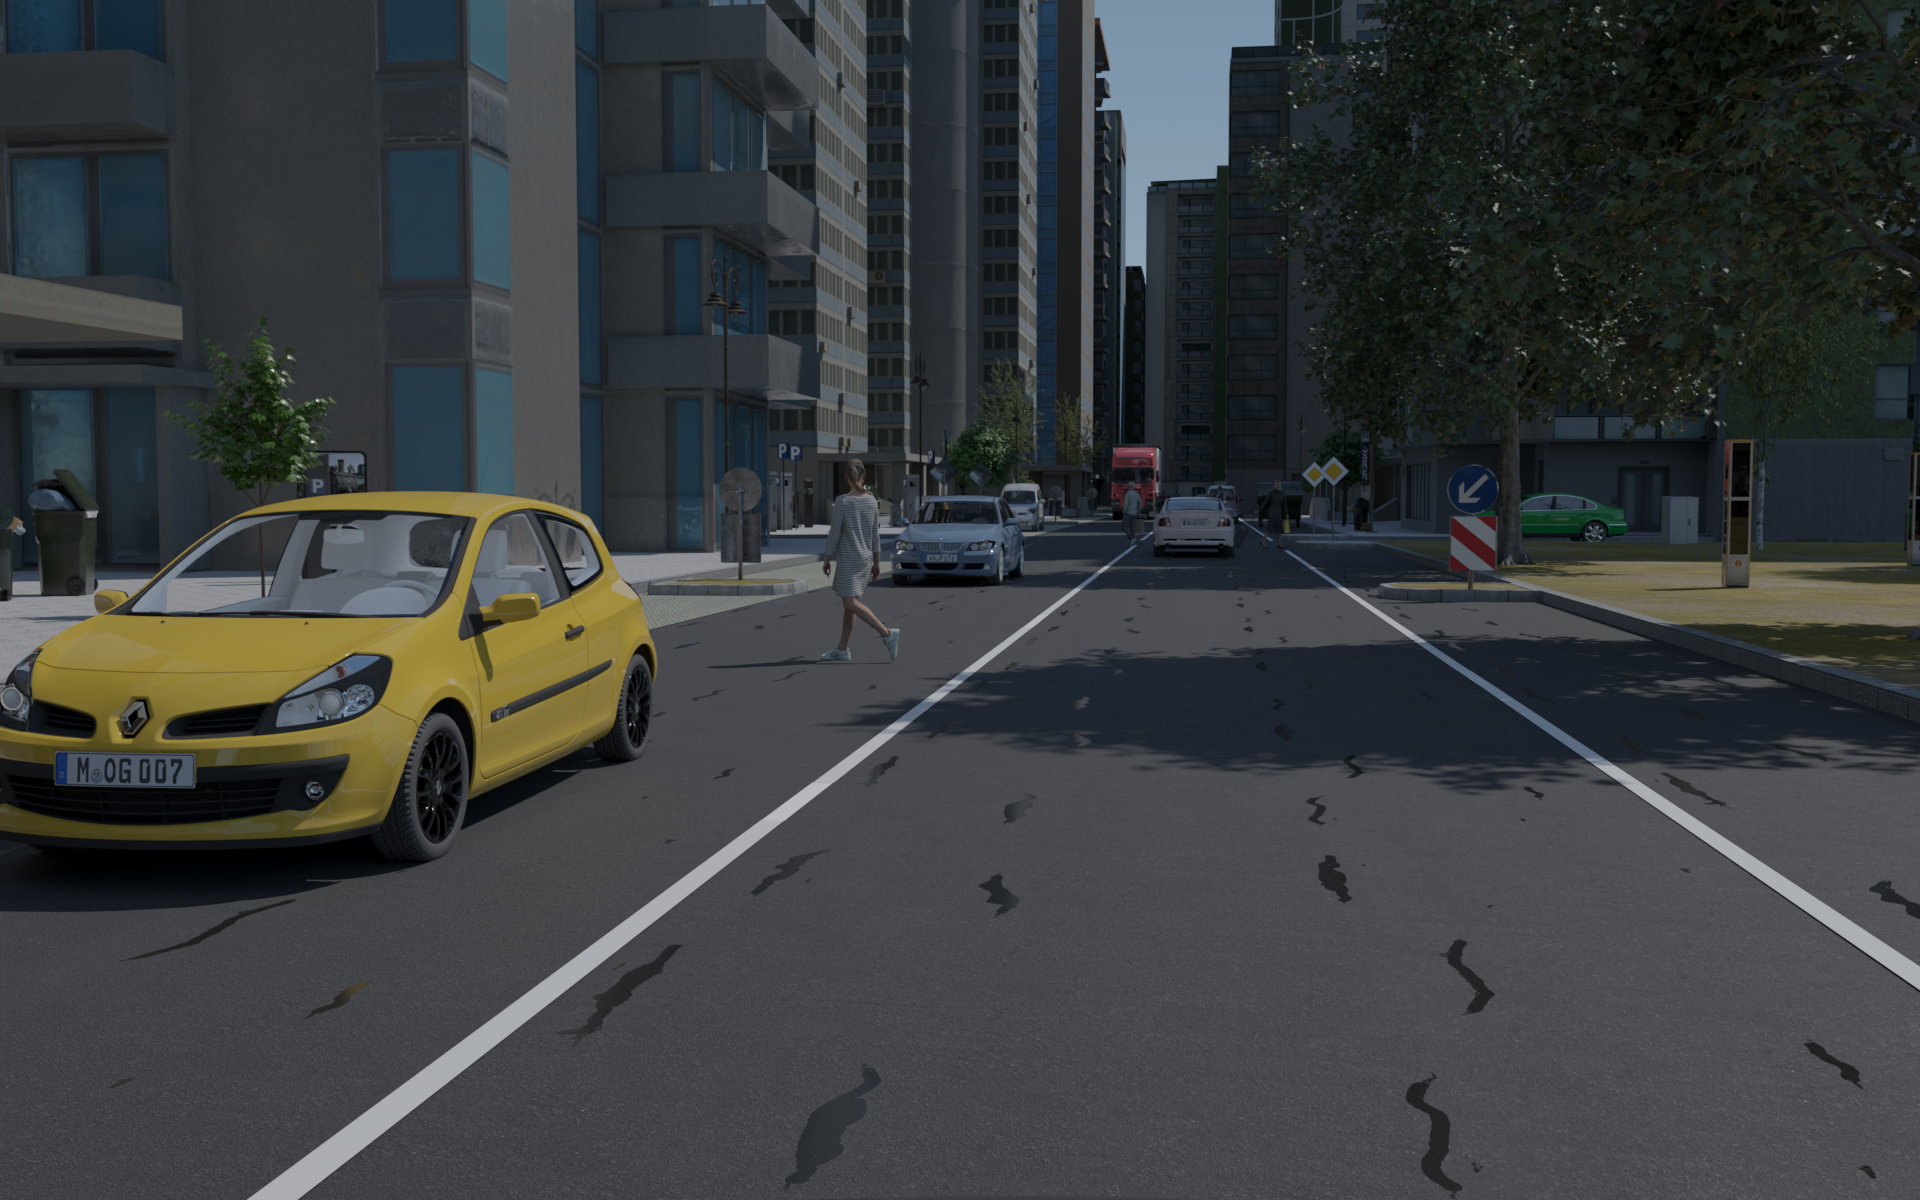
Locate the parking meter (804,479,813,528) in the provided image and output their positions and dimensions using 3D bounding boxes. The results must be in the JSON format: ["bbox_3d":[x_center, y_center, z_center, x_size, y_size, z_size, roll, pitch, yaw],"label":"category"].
[{"bbox_3d":[-5.772,-3.689,66.022,0.255,1.863,0.399,-2,4,-24],"label":"parking meter"}]

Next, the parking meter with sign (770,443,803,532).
[{"bbox_3d":[-6.358,-4.003,61.716,0.543,3.016,1.738,2,4,33],"label":"parking meter with sign"}]

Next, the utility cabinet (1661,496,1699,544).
[{"bbox_3d":[18.654,-2.062,44.871,1.020,1.237,0.306,-2,4,-25],"label":"utility cabinet"}]

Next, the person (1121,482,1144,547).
[{"bbox_3d":[4.762,-2.350,47.401,0.515,1.767,0.782,3,5,44],"label":"person"}]

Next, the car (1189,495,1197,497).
[{"bbox_3d":[19.691,-8.085,144.766,1.945,1.354,3.894,0,4,6],"label":"car"}]

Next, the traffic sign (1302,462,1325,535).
[{"bbox_3d":[11.059,-3.085,54.075,0.795,2.450,0.064,0,4,8],"label":"traffic sign"}]

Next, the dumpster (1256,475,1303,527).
[{"bbox_3d":[13.773,-4.267,74.720,1.985,2.255,1.502,0,4,8],"label":"dumpster"}]

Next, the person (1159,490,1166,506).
[{"bbox_3d":[17.265,-8.465,147.625,0.721,1.743,1.217,-1,4,-22],"label":"person"}]

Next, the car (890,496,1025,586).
[{"bbox_3d":[0.036,-1.025,28.755,2.014,1.417,4.499,1,4,9],"label":"car"}]

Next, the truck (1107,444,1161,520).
[{"bbox_3d":[10.095,-6.733,99.002,2.839,4.237,11.283,1,4,8],"label":"truck"}]

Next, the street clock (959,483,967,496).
[{"bbox_3d":[0.186,-4.941,85.353,0.358,2.002,0.471,-3,5,-40],"label":"street clock"}]

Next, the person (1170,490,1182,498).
[{"bbox_3d":[19.356,-8.949,154.906,1.350,1.814,0.705,0,4,-1],"label":"person"}]

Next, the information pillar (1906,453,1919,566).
[{"bbox_3d":[17.042,-1.606,30.749,0.304,2.012,0.304,1,4,14],"label":"information pillar"}]

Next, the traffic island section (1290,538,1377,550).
[{"bbox_3d":[9.975,-1.465,46.240,2.009,0.180,2.903,0,4,8],"label":"traffic island section"}]

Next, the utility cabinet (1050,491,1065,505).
[{"bbox_3d":[7.192,-7.259,127.356,1.173,1.500,0.318,2,4,28],"label":"utility cabinet"}]

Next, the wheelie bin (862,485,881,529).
[{"bbox_3d":[-3.352,-3.370,63.011,0.980,1.594,0.693,-3,5,-43],"label":"wheelie bin"}]

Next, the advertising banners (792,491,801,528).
[{"bbox_3d":[-6.912,-4.239,65.491,2.074,3.025,0.090,2,4,27],"label":"advertising banners"}]

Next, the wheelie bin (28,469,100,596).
[{"bbox_3d":[-11.349,-0.858,21.939,0.693,1.594,0.980,-1,4,-13],"label":"wheelie bin"}]

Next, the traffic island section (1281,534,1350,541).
[{"bbox_3d":[11.083,-1.949,54.149,2.009,0.180,2.903,0,4,8],"label":"traffic island section"}]

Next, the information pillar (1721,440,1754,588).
[{"bbox_3d":[10.638,-1.175,23.706,0.304,2.012,0.304,1,4,12],"label":"information pillar"}]

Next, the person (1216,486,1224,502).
[{"bbox_3d":[12.184,-4.422,80.830,0.654,1.822,0.581,1,4,9],"label":"person"}]

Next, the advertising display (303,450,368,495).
[{"bbox_3d":[-9.284,-1.251,25.671,0.974,1.923,0.123,-1,4,-16],"label":"advertising display"}]

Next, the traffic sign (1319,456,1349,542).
[{"bbox_3d":[9.951,-2.601,46.167,0.795,2.450,0.064,0,4,8],"label":"traffic sign"}]

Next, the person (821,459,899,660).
[{"bbox_3d":[-0.853,-0.342,14.835,0.760,1.731,0.466,1,4,18],"label":"person"}]

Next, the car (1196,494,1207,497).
[{"bbox_3d":[19.677,-7.968,139.071,1.959,1.807,4.718,1,4,10],"label":"car"}]

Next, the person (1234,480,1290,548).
[{"bbox_3d":[7.996,-2.275,45.906,1.509,1.804,0.699,2,4,29],"label":"person"}]

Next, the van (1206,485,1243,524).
[{"bbox_3d":[12.815,-4.751,84.682,2.013,2.044,4.112,1,4,9],"label":"van"}]

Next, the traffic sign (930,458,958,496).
[{"bbox_3d":[-0.439,-2.691,47.637,0.795,2.450,0.064,0,4,8],"label":"traffic sign"}]

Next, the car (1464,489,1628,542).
[{"bbox_3d":[16.499,-2.483,49.388,4.718,1.807,1.959,0,4,7],"label":"car"}]

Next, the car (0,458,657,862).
[{"bbox_3d":[-2.719,0.133,8.045,2.015,1.641,3.980,0,4,7],"label":"car"}]

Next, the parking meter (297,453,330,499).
[{"bbox_3d":[-9.268,-1.171,24.855,0.399,1.863,0.255,-3,5,-41],"label":"parking meter"}]

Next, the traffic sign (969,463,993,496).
[{"bbox_3d":[0.669,-3.175,55.546,0.795,2.450,0.064,0,4,8],"label":"traffic sign"}]

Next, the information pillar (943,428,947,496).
[{"bbox_3d":[-0.536,-4.288,61.461,0.183,3.616,0.504,-1,4,-10],"label":"information pillar"}]

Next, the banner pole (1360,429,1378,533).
[{"bbox_3d":[13.559,-4.132,57.582,0.401,3.779,0.863,-2,4,-29],"label":"banner pole"}]

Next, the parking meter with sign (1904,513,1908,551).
[{"bbox_3d":[22.020,-2.625,39.173,1.738,3.016,0.543,-3,4,-36],"label":"parking meter with sign"}]

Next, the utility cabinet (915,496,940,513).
[{"bbox_3d":[-1.199,-3.353,65.979,1.020,1.237,0.306,0,4,3],"label":"utility cabinet"}]

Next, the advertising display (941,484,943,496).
[{"bbox_3d":[-1.162,-5.652,97.624,0.974,1.923,0.123,3,5,43],"label":"advertising display"}]

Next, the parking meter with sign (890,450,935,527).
[{"bbox_3d":[-1.895,-4.414,68.430,1.738,3.016,0.543,-1,4,-23],"label":"parking meter with sign"}]

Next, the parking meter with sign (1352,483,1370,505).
[{"bbox_3d":[24.028,-6.476,102.142,1.738,3.016,0.543,1,4,9],"label":"parking meter with sign"}]

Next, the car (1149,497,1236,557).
[{"bbox_3d":[5.498,-1.747,40.924,2.083,1.381,4.827,0,4,7],"label":"car"}]

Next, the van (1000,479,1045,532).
[{"bbox_3d":[2.315,-3.646,66.626,2.013,2.044,4.112,0,4,7],"label":"van"}]

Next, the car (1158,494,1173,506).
[{"bbox_3d":[24.153,-11.730,203.783,2.014,1.417,4.499,1,4,9],"label":"car"}]
